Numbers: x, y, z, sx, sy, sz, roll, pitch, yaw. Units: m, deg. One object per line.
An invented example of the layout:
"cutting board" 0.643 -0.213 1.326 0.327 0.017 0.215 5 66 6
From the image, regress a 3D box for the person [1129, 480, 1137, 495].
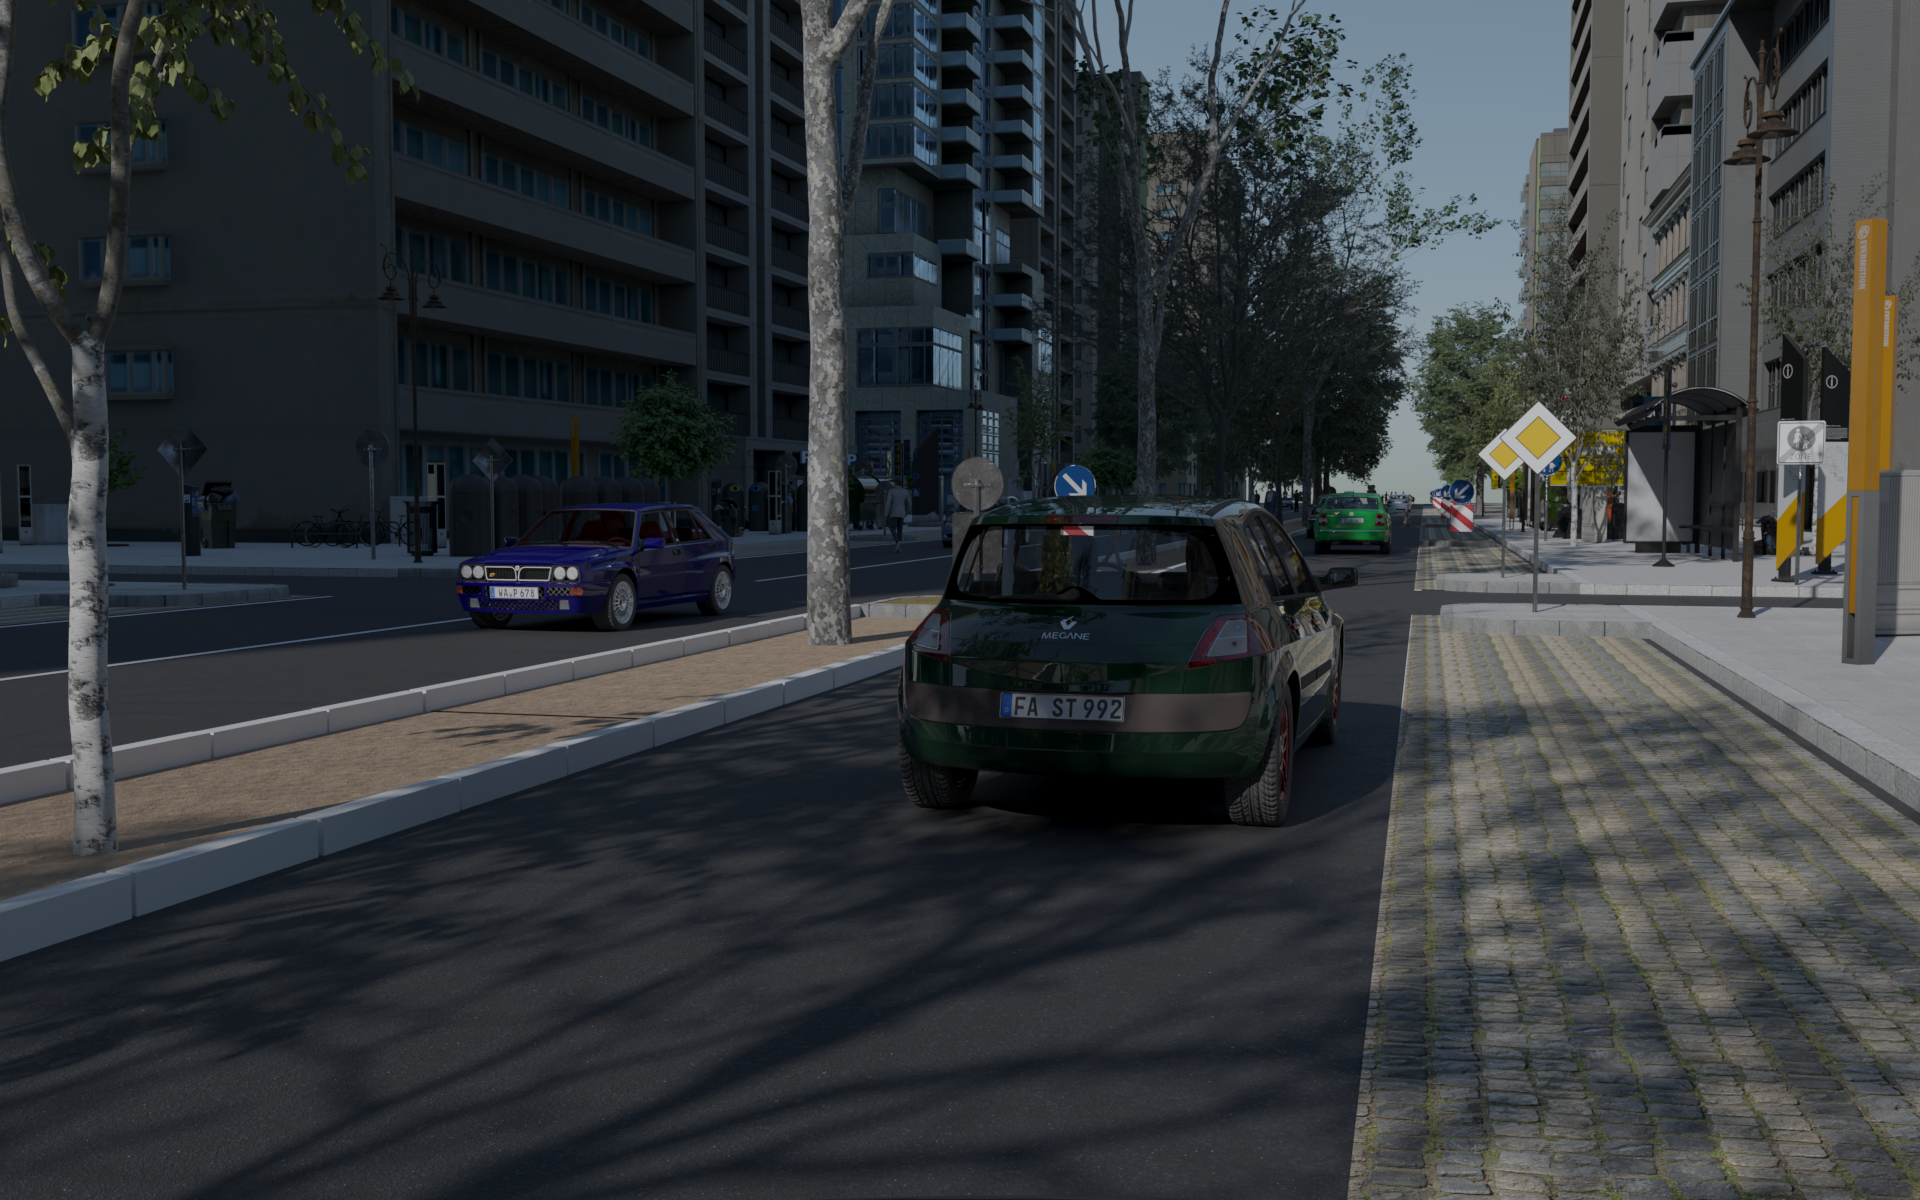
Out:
"person" 4.460 -2.108 43.314 0.624 1.780 0.694 -3 4 -38

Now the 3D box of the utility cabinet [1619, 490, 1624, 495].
"utility cabinet" 36.771 -5.384 96.702 1.173 1.500 0.318 -2 4 -35

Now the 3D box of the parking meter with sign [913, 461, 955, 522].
"parking meter with sign" -1.059 -4.669 72.595 1.738 3.016 0.543 1 4 14

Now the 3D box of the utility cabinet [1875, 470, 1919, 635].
"utility cabinet" 8.675 -0.430 15.714 1.173 1.500 0.318 -1 4 -11

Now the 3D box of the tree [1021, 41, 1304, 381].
"tree" 6.983 -8.161 46.255 12.009 13.543 11.850 0 3 0

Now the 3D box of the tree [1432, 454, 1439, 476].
"tree" 42.479 -11.812 143.493 4.737 8.622 4.395 0 3 0

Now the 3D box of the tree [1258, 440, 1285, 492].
"tree" 37.946 -16.036 212.550 4.737 8.622 4.395 0 3 0

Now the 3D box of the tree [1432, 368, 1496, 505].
"tree" 45.886 -14.452 154.422 7.486 12.596 7.792 0 3 0

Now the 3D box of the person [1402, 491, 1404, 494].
"person" 65.127 -15.033 254.305 1.348 1.823 0.705 -1 4 -16

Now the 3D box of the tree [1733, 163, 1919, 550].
"tree" 19.863 -5.448 39.439 4.360 8.622 3.978 0 3 0

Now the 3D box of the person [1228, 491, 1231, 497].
"person" 23.046 -8.512 148.476 0.445 1.727 0.742 0 4 -4

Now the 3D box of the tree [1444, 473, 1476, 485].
"tree" 47.559 -11.072 164.733 4.285 4.588 4.351 0 3 0

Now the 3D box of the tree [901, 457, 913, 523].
"tree" -1.769 -4.995 76.265 1.663 3.219 1.824 0 3 0

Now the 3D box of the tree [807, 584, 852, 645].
"tree" -0.288 -9.565 14.742 12.611 20.169 13.585 0 3 0

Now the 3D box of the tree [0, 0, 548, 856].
"tree" -3.415 -3.305 6.864 4.737 8.622 4.395 0 3 0

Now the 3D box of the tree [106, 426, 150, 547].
"tree" -20.982 -2.917 42.292 1.663 3.219 1.824 0 3 0

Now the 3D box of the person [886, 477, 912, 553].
"person" -1.497 -2.097 42.627 0.661 1.843 0.795 -1 4 -23

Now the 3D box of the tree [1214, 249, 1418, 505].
"tree" 17.820 -10.802 85.721 9.857 13.997 8.962 0 3 0

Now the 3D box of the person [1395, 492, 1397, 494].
"person" 55.614 -12.977 221.386 1.217 1.736 0.721 -3 5 -40

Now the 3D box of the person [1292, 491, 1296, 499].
"person" 41.131 -12.482 212.577 1.348 1.824 0.705 3 4 37

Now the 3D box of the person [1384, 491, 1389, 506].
"person" 51.296 -12.211 208.674 0.721 1.766 1.217 -3 5 -40

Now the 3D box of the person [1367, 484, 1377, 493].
"person" 16.991 -3.859 71.565 0.573 1.828 0.580 -2 4 -32

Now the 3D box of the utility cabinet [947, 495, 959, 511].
"utility cabinet" -0.164 -5.101 94.564 1.020 1.237 0.306 1 4 13

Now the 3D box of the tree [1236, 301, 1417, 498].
"tree" 20.371 -10.799 96.021 9.611 12.733 9.660 0 3 0

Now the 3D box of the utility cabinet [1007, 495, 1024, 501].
"utility cabinet" 2.462 -4.119 78.513 0.306 1.237 1.020 -3 4 -38

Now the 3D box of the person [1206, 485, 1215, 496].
"person" 9.735 -3.609 67.906 0.834 1.777 0.661 -2 4 -31

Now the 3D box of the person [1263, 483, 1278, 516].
"person" 11.017 -3.224 61.239 0.654 1.822 0.581 -3 5 -41

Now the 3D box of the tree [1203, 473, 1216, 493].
"tree" 22.853 -9.928 156.917 1.663 3.219 1.824 0 3 0

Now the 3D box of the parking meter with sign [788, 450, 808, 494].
"parking meter with sign" -6.535 -4.468 69.316 0.543 3.016 1.738 -2 4 -32

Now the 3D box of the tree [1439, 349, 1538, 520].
"tree" 27.197 -8.349 86.875 4.737 8.622 4.395 0 3 0

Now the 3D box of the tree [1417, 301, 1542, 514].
"tree" 34.240 -12.650 113.487 9.857 13.997 8.962 0 3 0

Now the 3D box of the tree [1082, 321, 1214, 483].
"tree" 13.061 -13.065 120.266 9.857 13.997 8.962 0 3 0

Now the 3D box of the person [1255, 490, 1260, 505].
"person" 19.112 -6.253 111.648 0.530 1.710 0.541 -2 4 -30

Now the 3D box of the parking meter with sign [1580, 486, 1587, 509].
"parking meter with sign" 28.081 -5.029 78.483 1.738 3.016 0.543 -2 4 -26

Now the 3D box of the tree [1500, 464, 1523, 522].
"tree" 25.740 -5.254 80.509 1.663 3.219 1.824 0 3 0

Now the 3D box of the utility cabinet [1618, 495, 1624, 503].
"utility cabinet" 34.671 -4.895 91.198 1.020 1.237 0.306 2 4 30

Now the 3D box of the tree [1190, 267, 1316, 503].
"tree" 9.223 -6.211 54.366 4.360 8.622 3.978 0 3 0

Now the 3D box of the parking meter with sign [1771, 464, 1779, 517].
"parking meter with sign" 21.101 -2.924 44.061 0.543 3.016 1.738 0 4 7

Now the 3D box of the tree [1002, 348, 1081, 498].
"tree" 3.965 -8.402 87.738 4.737 8.622 4.395 0 3 0

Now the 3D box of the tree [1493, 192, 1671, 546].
"tree" 15.027 -5.611 42.096 4.360 8.622 3.978 0 3 0

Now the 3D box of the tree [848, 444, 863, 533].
"tree" -3.977 -3.788 56.534 1.663 3.219 1.824 0 3 0

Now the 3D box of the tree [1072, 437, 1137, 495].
"tree" 8.145 -7.140 100.450 4.285 4.588 4.351 0 3 0

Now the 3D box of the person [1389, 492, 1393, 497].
"person" 46.939 -10.941 188.321 0.436 1.711 0.756 0 4 7

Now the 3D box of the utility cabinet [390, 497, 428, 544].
"utility cabinet" -14.122 -2.045 44.594 1.020 1.237 0.306 -1 4 -10

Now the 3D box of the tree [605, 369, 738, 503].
"tree" -7.572 -3.749 45.016 4.285 4.588 4.351 0 3 0

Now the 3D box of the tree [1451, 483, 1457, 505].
"tree" 59.563 -13.127 209.228 1.663 3.219 1.824 0 3 0

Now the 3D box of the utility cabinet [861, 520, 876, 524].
"utility cabinet" -4.294 -4.308 79.110 0.318 1.500 1.173 -2 4 -35

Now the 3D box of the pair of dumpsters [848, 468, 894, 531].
"pair of dumpsters" -3.481 -3.649 62.151 1.574 2.255 4.437 1 4 15

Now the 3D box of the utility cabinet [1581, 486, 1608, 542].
"utility cabinet" 16.804 -2.276 45.898 0.318 1.500 1.173 0 4 3

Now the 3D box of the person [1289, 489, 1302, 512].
"person" 26.839 -7.922 138.168 1.348 1.807 0.705 -2 4 -34

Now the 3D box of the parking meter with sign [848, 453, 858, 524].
"parking meter with sign" -4.609 -4.813 74.951 0.543 3.016 1.738 0 4 2
